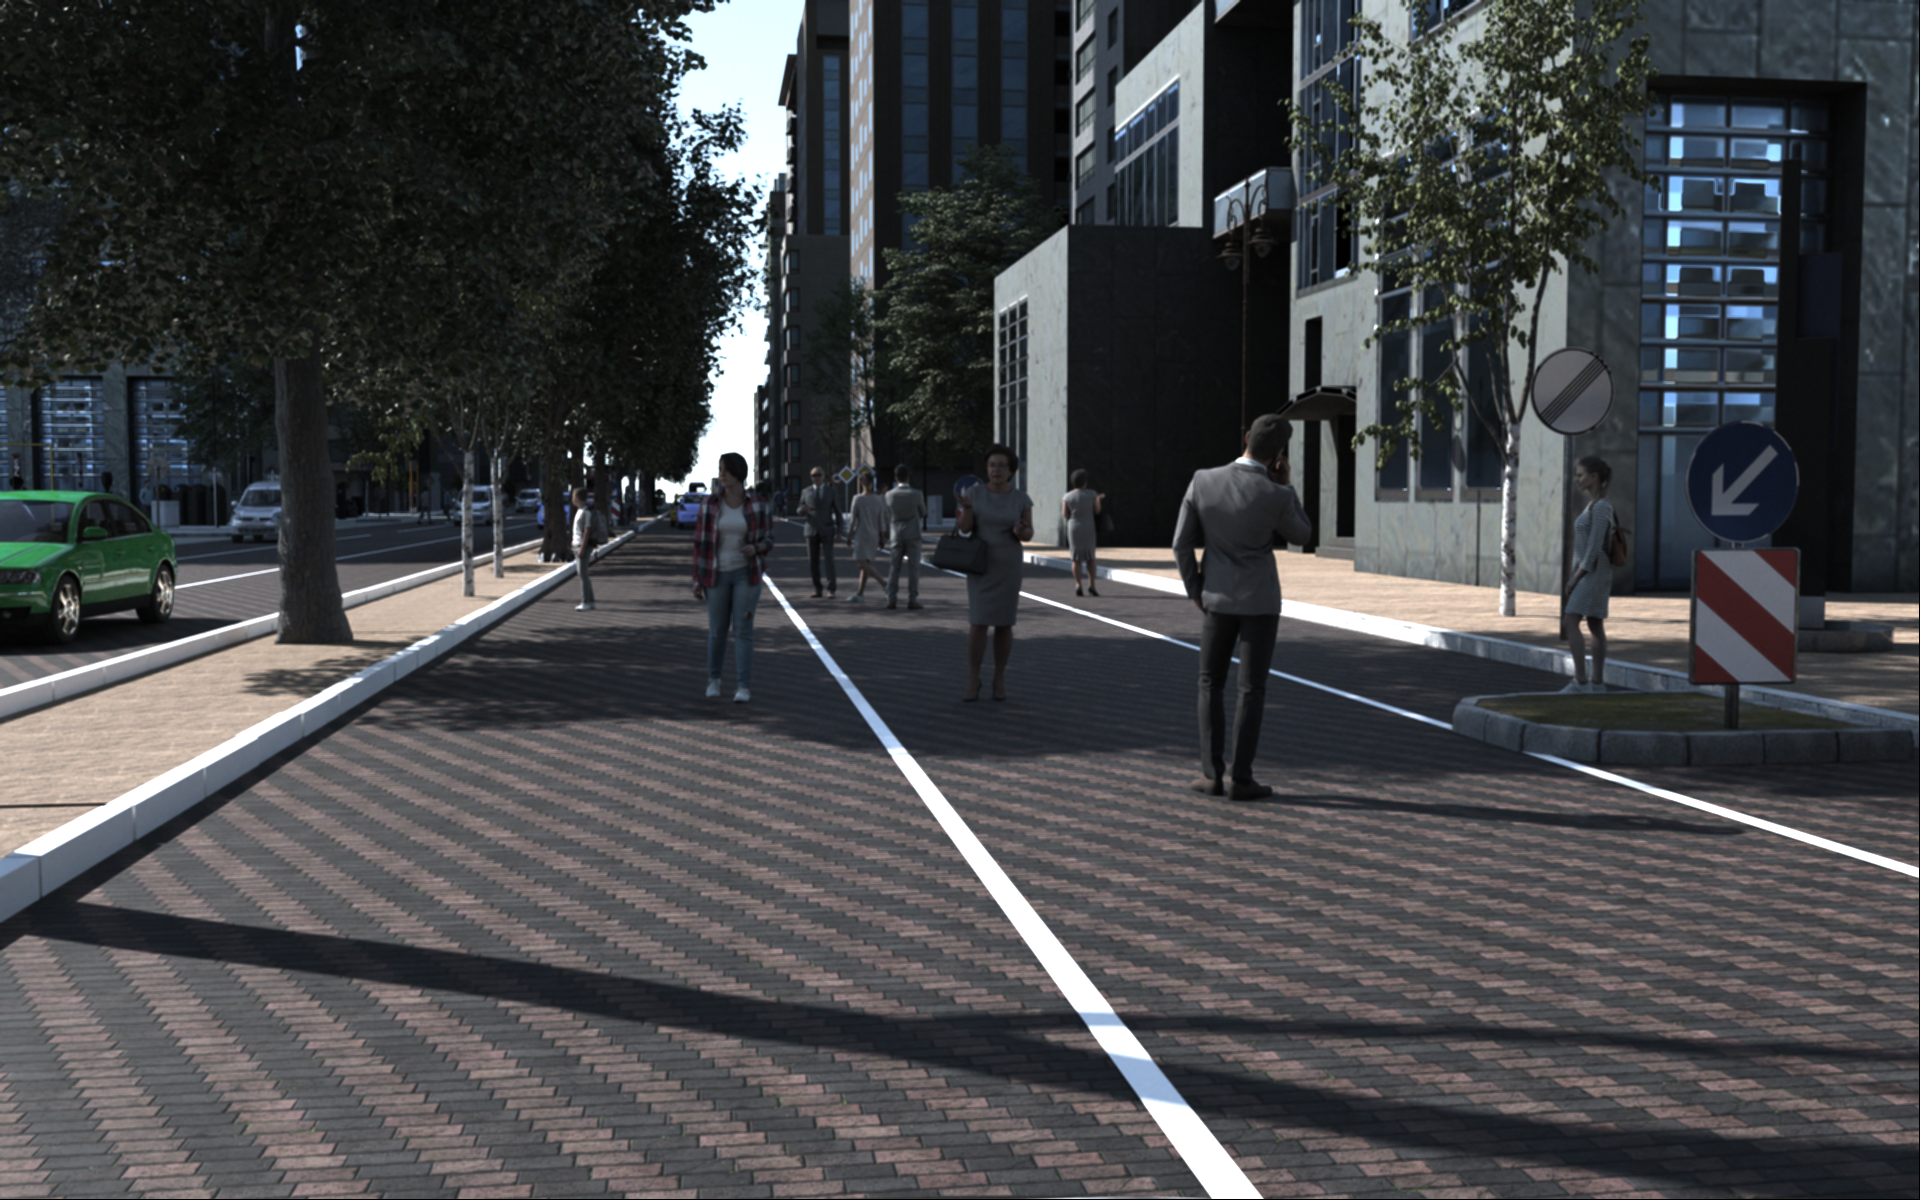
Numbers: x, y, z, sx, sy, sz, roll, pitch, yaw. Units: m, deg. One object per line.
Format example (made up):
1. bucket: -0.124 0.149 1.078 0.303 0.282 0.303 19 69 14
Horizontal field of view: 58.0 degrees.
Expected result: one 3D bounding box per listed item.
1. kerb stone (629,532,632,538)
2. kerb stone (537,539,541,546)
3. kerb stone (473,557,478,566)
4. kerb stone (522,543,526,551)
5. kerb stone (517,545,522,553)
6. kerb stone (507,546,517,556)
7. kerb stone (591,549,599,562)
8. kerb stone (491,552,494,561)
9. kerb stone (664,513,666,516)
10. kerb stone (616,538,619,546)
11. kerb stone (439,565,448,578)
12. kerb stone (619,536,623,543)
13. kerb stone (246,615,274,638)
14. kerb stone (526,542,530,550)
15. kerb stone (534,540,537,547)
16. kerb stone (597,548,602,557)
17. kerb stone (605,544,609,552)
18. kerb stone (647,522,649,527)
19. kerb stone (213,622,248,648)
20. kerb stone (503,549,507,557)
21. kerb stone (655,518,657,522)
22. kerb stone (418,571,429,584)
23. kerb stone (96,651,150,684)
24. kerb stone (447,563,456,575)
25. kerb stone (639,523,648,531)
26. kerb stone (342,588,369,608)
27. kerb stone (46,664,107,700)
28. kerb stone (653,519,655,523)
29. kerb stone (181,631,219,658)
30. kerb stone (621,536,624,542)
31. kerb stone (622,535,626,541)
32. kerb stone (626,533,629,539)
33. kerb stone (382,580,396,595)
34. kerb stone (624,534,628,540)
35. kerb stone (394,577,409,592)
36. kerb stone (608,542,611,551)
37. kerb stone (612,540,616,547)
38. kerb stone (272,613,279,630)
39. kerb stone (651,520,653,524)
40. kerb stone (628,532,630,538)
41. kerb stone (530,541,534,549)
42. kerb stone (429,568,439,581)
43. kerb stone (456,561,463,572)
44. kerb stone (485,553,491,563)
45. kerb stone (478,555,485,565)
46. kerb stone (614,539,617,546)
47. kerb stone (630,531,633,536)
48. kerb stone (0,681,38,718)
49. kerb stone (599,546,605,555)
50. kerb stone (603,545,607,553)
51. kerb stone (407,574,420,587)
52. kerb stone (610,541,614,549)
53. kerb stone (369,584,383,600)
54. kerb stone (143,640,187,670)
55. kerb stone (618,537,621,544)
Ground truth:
1. kerb stone: -10.647 -2.024 55.336 0.120 0.150 1.000 -1 4 -8
2. kerb stone: -11.515 -1.512 46.919 0.120 0.150 1.000 -1 4 -8
3. kerb stone: -9.563 -0.705 33.725 0.120 0.150 1.000 -1 4 -8
4. kerb stone: -10.924 -1.260 42.870 0.120 0.150 1.000 -1 4 -8
5. kerb stone: -10.765 -1.195 41.857 0.120 0.150 1.000 -1 4 -8
6. kerb stone: -10.615 -1.141 40.846 0.120 0.150 1.000 -1 4 -8
7. kerb stone: -8.077 -0.972 38.081 0.120 0.150 1.000 -1 4 -8
8. kerb stone: -10.011 -0.891 36.765 0.120 0.150 1.000 -1 4 -8
9. kerb stone: -17.985 -5.035 104.521 0.120 0.150 1.000 -1 4 -8
10. kerb stone: -9.441 -1.529 47.225 0.120 0.150 1.000 -1 4 -8
11. kerb stone: -8.945 -0.457 29.661 0.120 0.150 1.000 -1 4 -8
12. kerb stone: -9.748 -1.649 49.254 0.120 0.150 1.000 -1 4 -8
13. kerb stone: -7.137 0.288 17.492 0.120 0.150 1.000 -1 4 -8
14. kerb stone: -11.066 -1.319 43.884 0.120 0.150 1.000 -1 4 -8
15. kerb stone: -11.377 -1.449 45.906 0.120 0.150 1.000 -1 4 -8
16. kerb stone: -8.224 -1.033 39.099 0.120 0.150 1.000 -1 4 -8
17. kerb stone: -8.687 -1.220 42.143 0.120 0.150 1.000 -1 4 -8
18. kerb stone: -13.294 -3.113 73.100 0.120 0.150 1.000 -1 4 -8
19. kerb stone: -6.988 0.350 16.474 0.120 0.150 1.000 -1 4 -8
20. kerb stone: -10.313 -1.016 38.802 0.120 0.150 1.000 -1 4 -8
21. kerb stone: -14.955 -3.795 84.247 0.120 0.150 1.000 -1 4 -8
22. kerb stone: -8.645 -0.332 27.630 0.120 0.150 1.000 -1 4 -8
23. kerb stone: -6.525 0.536 13.436 0.120 0.150 1.000 -1 4 -8
24. kerb stone: -9.101 -0.519 30.676 0.120 0.150 1.000 -1 4 -8
25. kerb stone: -12.999 -2.988 71.067 0.120 0.150 1.000 -1 4 -8
26. kerb stone: -7.895 -0.022 22.558 0.120 0.150 1.000 -1 4 -8
27. kerb stone: -6.374 0.598 12.419 0.120 0.150 1.000 -1 4 -8
28. kerb stone: -14.502 -3.609 81.204 0.120 0.150 1.000 -1 4 -8
29. kerb stone: -6.836 0.412 15.456 0.120 0.150 1.000 -1 4 -8
30. kerb stone: -9.903 -1.710 50.269 0.120 0.150 1.000 -1 4 -8
31. kerb stone: -10.048 -1.779 51.286 0.120 0.150 1.000 -1 4 -8
32. kerb stone: -10.351 -1.903 53.313 0.120 0.150 1.000 -1 4 -8
33. kerb stone: -8.193 -0.141 24.581 0.120 0.150 1.000 -1 4 -8
34. kerb stone: -10.198 -1.841 52.297 0.120 0.150 1.000 -1 4 -8
35. kerb stone: -8.332 -0.208 25.595 0.120 0.150 1.000 -1 4 -8
36. kerb stone: -8.844 -1.282 43.153 0.120 0.150 1.000 -1 4 -8
37. kerb stone: -9.140 -1.407 45.200 0.120 0.150 1.000 -1 4 -8
38. kerb stone: -7.282 0.228 18.504 0.120 0.150 1.000 -1 4 -8
39. kerb stone: -14.062 -3.423 78.164 0.120 0.150 1.000 -1 4 -8
40. kerb stone: -10.507 -1.962 54.324 0.120 0.150 1.000 -1 4 -8
41. kerb stone: -11.219 -1.385 44.895 0.120 0.150 1.000 -1 4 -8
42. kerb stone: -8.794 -0.394 28.641 0.120 0.150 1.000 -1 4 -8
43. kerb stone: -9.244 -0.581 31.688 0.120 0.150 1.000 -1 4 -8
44. kerb stone: -9.860 -0.828 35.754 0.120 0.150 1.000 -1 4 -8
45. kerb stone: -9.699 -0.767 34.739 0.120 0.150 1.000 -1 4 -8
46. kerb stone: -9.298 -1.465 46.210 0.120 0.150 1.000 -1 4 -8
47. kerb stone: -10.805 -2.089 56.346 0.120 0.150 1.000 -1 4 -8
48. kerb stone: -6.227 0.660 11.407 0.120 0.150 1.000 -1 4 -8
49. kerb stone: -8.375 -1.096 40.113 0.120 0.150 1.000 -1 4 -8
50. kerb stone: -8.535 -1.158 41.132 0.120 0.150 1.000 -1 4 -8
51. kerb stone: -8.489 -0.271 26.619 0.120 0.150 1.000 -1 4 -8
52. kerb stone: -8.989 -1.343 44.176 0.120 0.150 1.000 -1 4 -8
53. kerb stone: -8.037 -0.079 23.571 0.120 0.150 1.000 -1 4 -8
54. kerb stone: -6.679 0.474 14.446 0.120 0.150 1.000 -1 4 -8
55. kerb stone: -9.600 -1.593 48.237 0.120 0.150 1.000 -1 4 -8
